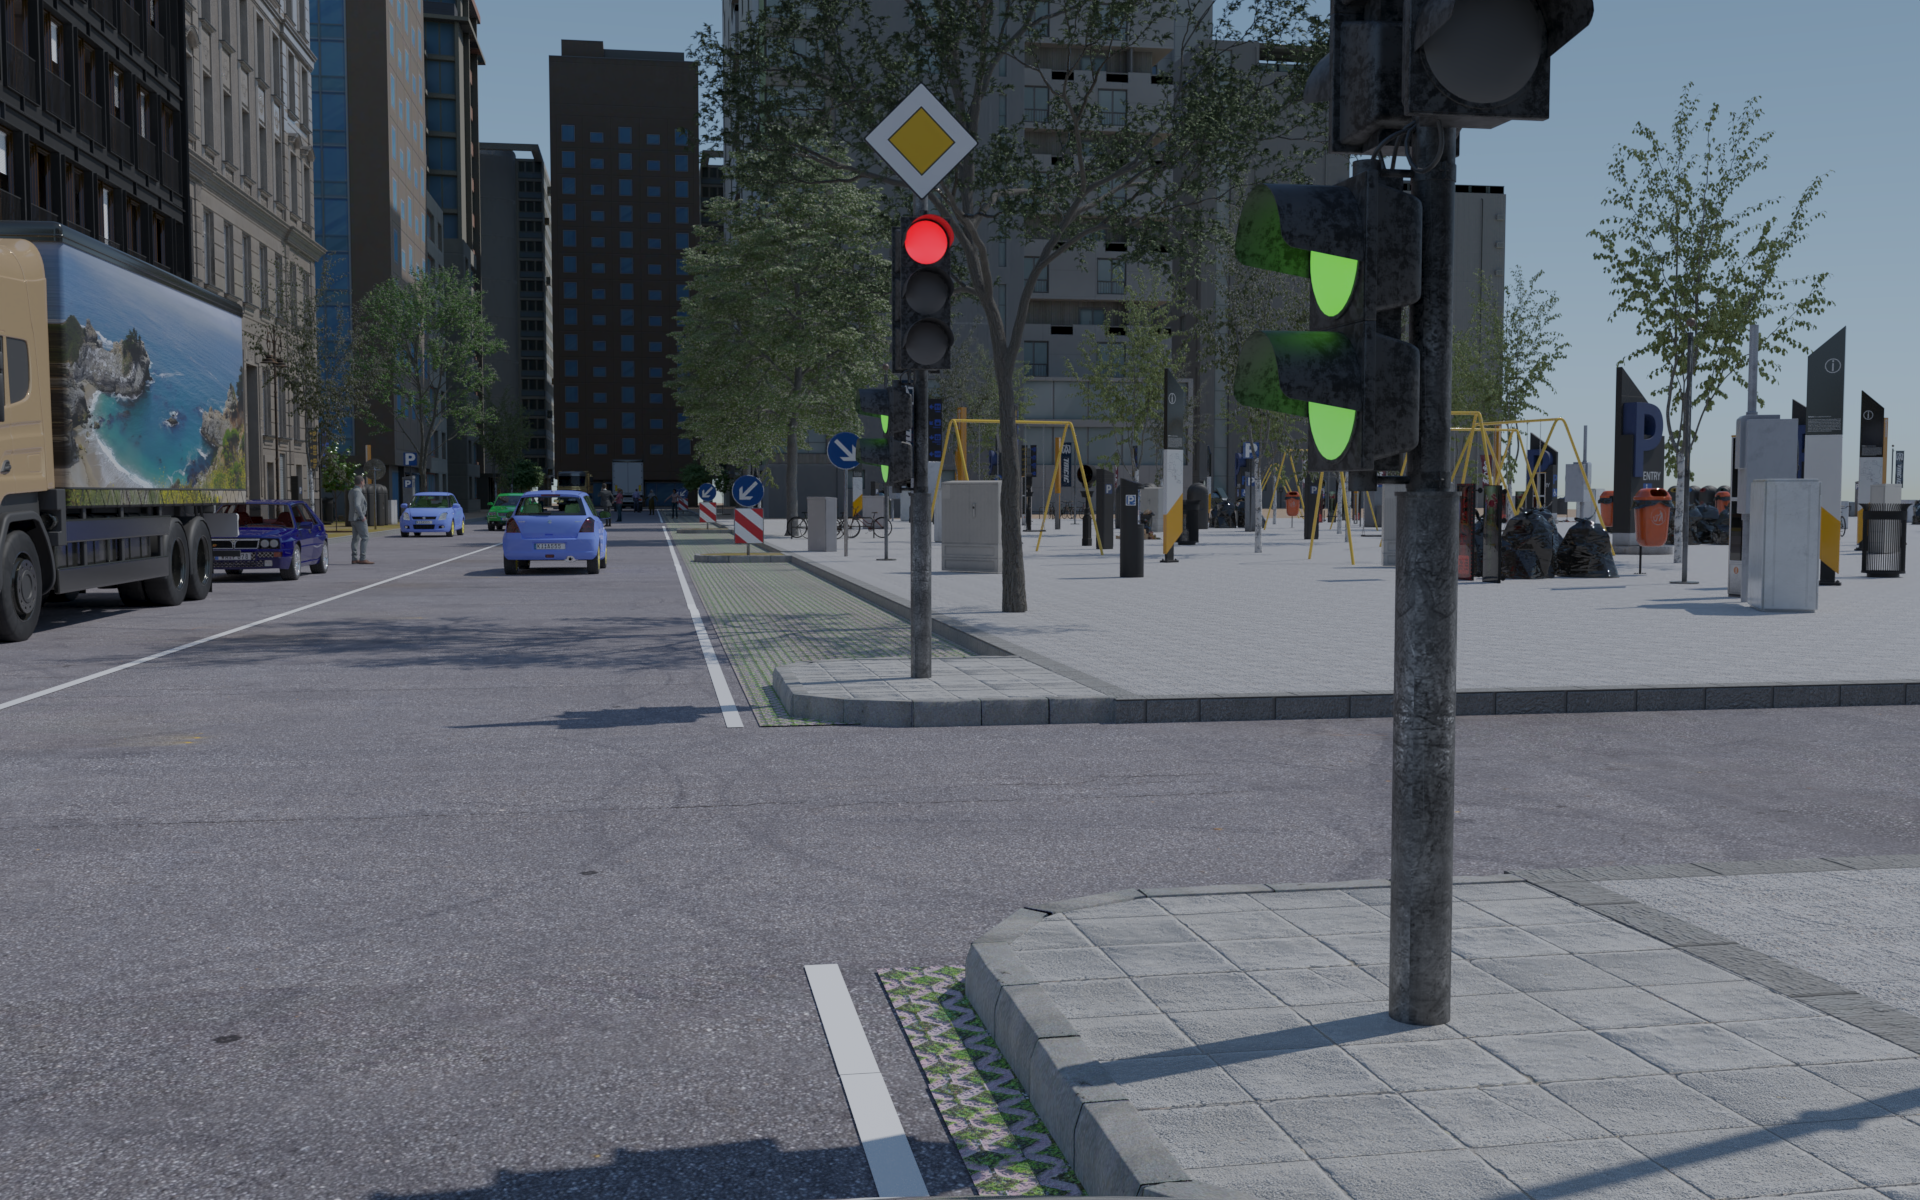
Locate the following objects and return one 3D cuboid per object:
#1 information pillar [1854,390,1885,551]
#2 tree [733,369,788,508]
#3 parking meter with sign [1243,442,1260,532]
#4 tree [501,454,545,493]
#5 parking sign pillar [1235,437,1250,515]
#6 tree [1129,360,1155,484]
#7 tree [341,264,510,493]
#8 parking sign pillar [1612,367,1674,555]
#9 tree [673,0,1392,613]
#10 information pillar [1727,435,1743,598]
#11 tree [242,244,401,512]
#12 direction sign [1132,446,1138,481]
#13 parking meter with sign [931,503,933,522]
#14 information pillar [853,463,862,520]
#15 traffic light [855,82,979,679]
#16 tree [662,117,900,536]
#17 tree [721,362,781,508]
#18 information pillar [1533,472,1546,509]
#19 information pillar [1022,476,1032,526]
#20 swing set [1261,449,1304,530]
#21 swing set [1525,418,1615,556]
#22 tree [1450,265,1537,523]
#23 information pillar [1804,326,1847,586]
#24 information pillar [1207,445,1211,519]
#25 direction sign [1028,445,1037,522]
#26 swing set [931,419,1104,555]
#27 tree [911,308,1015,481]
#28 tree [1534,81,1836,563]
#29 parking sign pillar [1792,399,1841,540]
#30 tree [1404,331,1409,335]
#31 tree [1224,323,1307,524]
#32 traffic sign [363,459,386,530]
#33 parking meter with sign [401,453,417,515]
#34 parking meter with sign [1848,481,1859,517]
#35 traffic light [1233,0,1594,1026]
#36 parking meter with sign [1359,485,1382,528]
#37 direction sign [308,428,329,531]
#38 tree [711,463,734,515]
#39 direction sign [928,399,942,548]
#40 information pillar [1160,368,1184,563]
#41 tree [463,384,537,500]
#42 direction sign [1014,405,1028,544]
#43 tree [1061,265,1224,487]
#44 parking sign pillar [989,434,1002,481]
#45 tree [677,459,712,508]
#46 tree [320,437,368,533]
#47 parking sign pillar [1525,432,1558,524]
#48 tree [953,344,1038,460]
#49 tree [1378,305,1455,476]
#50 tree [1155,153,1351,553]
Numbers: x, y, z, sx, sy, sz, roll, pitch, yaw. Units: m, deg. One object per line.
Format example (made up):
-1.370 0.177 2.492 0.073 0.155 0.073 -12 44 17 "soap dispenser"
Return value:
20.536 -2.919 39.086 0.504 3.616 0.183 1 4 11 "information pillar"
-9.297 -8.061 82.153 4.737 8.622 4.395 0 3 0 "tree"
9.990 -3.843 59.094 0.543 3.016 1.738 1 4 14 "parking meter with sign"
-35.228 -9.477 138.666 4.285 4.588 4.351 0 3 0 "tree"
13.256 -5.677 81.294 1.447 3.967 1.447 0 4 -2 "parking sign pillar"
10.220 -8.289 85.885 4.360 8.622 3.978 0 3 0 "tree"
-24.169 -9.308 77.937 9.928 11.665 9.643 0 3 0 "tree"
14.540 -2.972 37.067 1.447 3.967 1.447 -3 4 -38 "parking sign pillar"
0.668 -5.166 18.879 8.767 10.594 7.601 1 4 9 "tree"
9.776 -1.040 21.496 0.304 2.012 0.304 -1 4 -14 "information pillar"
-19.266 -6.210 51.902 4.360 8.622 3.978 0 3 0 "tree"
8.193 -5.456 81.208 0.379 3.537 0.876 -1 4 -8 "direction sign"
-1.281 -5.042 78.704 1.738 3.016 0.543 -1 4 -10 "parking meter with sign"
-5.068 -5.752 85.405 0.504 3.616 0.183 -1 4 -22 "information pillar"
-0.291 -1.411 11.993 0.839 4.253 0.868 -1 4 -10 "traffic light"
-4.714 -8.228 52.658 7.486 12.596 7.792 0 3 0 "tree"
-10.835 -8.430 88.190 4.360 8.622 3.978 0 3 0 "tree"
19.678 -3.325 58.862 0.304 2.012 0.304 -1 4 -12 "information pillar"
2.719 -4.048 70.669 0.304 2.012 0.304 3 4 38 "information pillar"
12.580 -3.869 60.878 3.119 2.851 2.862 -1 4 -23 "swing set"
11.794 -2.405 36.940 2.862 2.851 3.119 -1 4 -18 "swing set"
17.269 -6.396 54.940 4.737 8.622 4.395 0 3 0 "tree"
12.119 -2.013 24.272 0.504 3.616 0.183 2 4 33 "information pillar"
11.958 -5.618 83.205 0.183 3.616 0.504 0 4 -6 "information pillar"
3.189 -5.387 80.069 0.876 3.537 0.379 3 5 41 "direction sign"
0.992 -2.396 36.798 3.119 2.851 2.862 -2 4 -27 "swing set"
0.003 -7.112 66.646 4.360 8.622 3.978 0 3 0 "tree"
13.583 -4.989 31.939 4.737 8.622 4.395 0 3 0 "tree"
23.979 -3.680 48.634 1.447 3.967 1.447 3 5 42 "parking sign pillar"
17.770 -6.886 62.944 4.737 8.622 4.395 0 3 0 "tree"
13.133 -7.509 73.131 4.737 8.622 4.395 0 3 0 "tree"
-21.102 -3.813 62.449 0.768 2.556 0.104 -1 4 -10 "traffic sign"
-22.935 -4.632 72.000 0.543 3.016 1.738 -1 4 -11 "parking meter with sign"
50.899 -6.206 97.731 1.738 3.016 0.543 -1 4 -11 "parking meter with sign"
1.108 -0.930 4.131 0.839 4.253 0.868 -1 4 -10 "traffic light"
15.994 -4.328 67.017 0.543 3.016 1.738 -1 4 -22 "parking meter with sign"
-22.012 -4.132 59.559 0.379 3.537 0.876 2 4 28 "direction sign"
-14.599 -6.899 107.401 1.663 3.219 1.824 0 3 0 "tree"
-0.864 -3.009 41.197 0.876 3.537 0.379 0 4 1 "direction sign"
3.979 -2.510 32.386 0.504 3.616 0.183 -3 5 -44 "information pillar"
-30.257 -9.985 113.625 4.737 8.622 4.395 0 3 0 "tree"
1.447 -3.217 44.589 0.379 3.537 0.876 0 4 7 "direction sign"
5.446 -6.366 54.440 4.737 8.622 4.395 0 3 0 "tree"
1.594 -5.381 76.454 1.447 3.967 1.447 0 4 -7 "parking sign pillar"
-24.890 -10.932 162.452 4.285 4.588 4.351 0 3 0 "tree"
-20.879 -3.863 57.756 1.663 3.219 1.824 0 3 0 "tree"
25.252 -5.303 75.170 1.447 3.967 1.447 -3 5 -40 "parking sign pillar"
1.819 -8.125 83.198 4.737 8.622 4.395 0 3 0 "tree"
10.505 -5.836 45.780 4.360 8.622 3.978 0 3 0 "tree"
6.486 -5.321 37.364 4.360 8.622 3.978 0 3 0 "tree"
